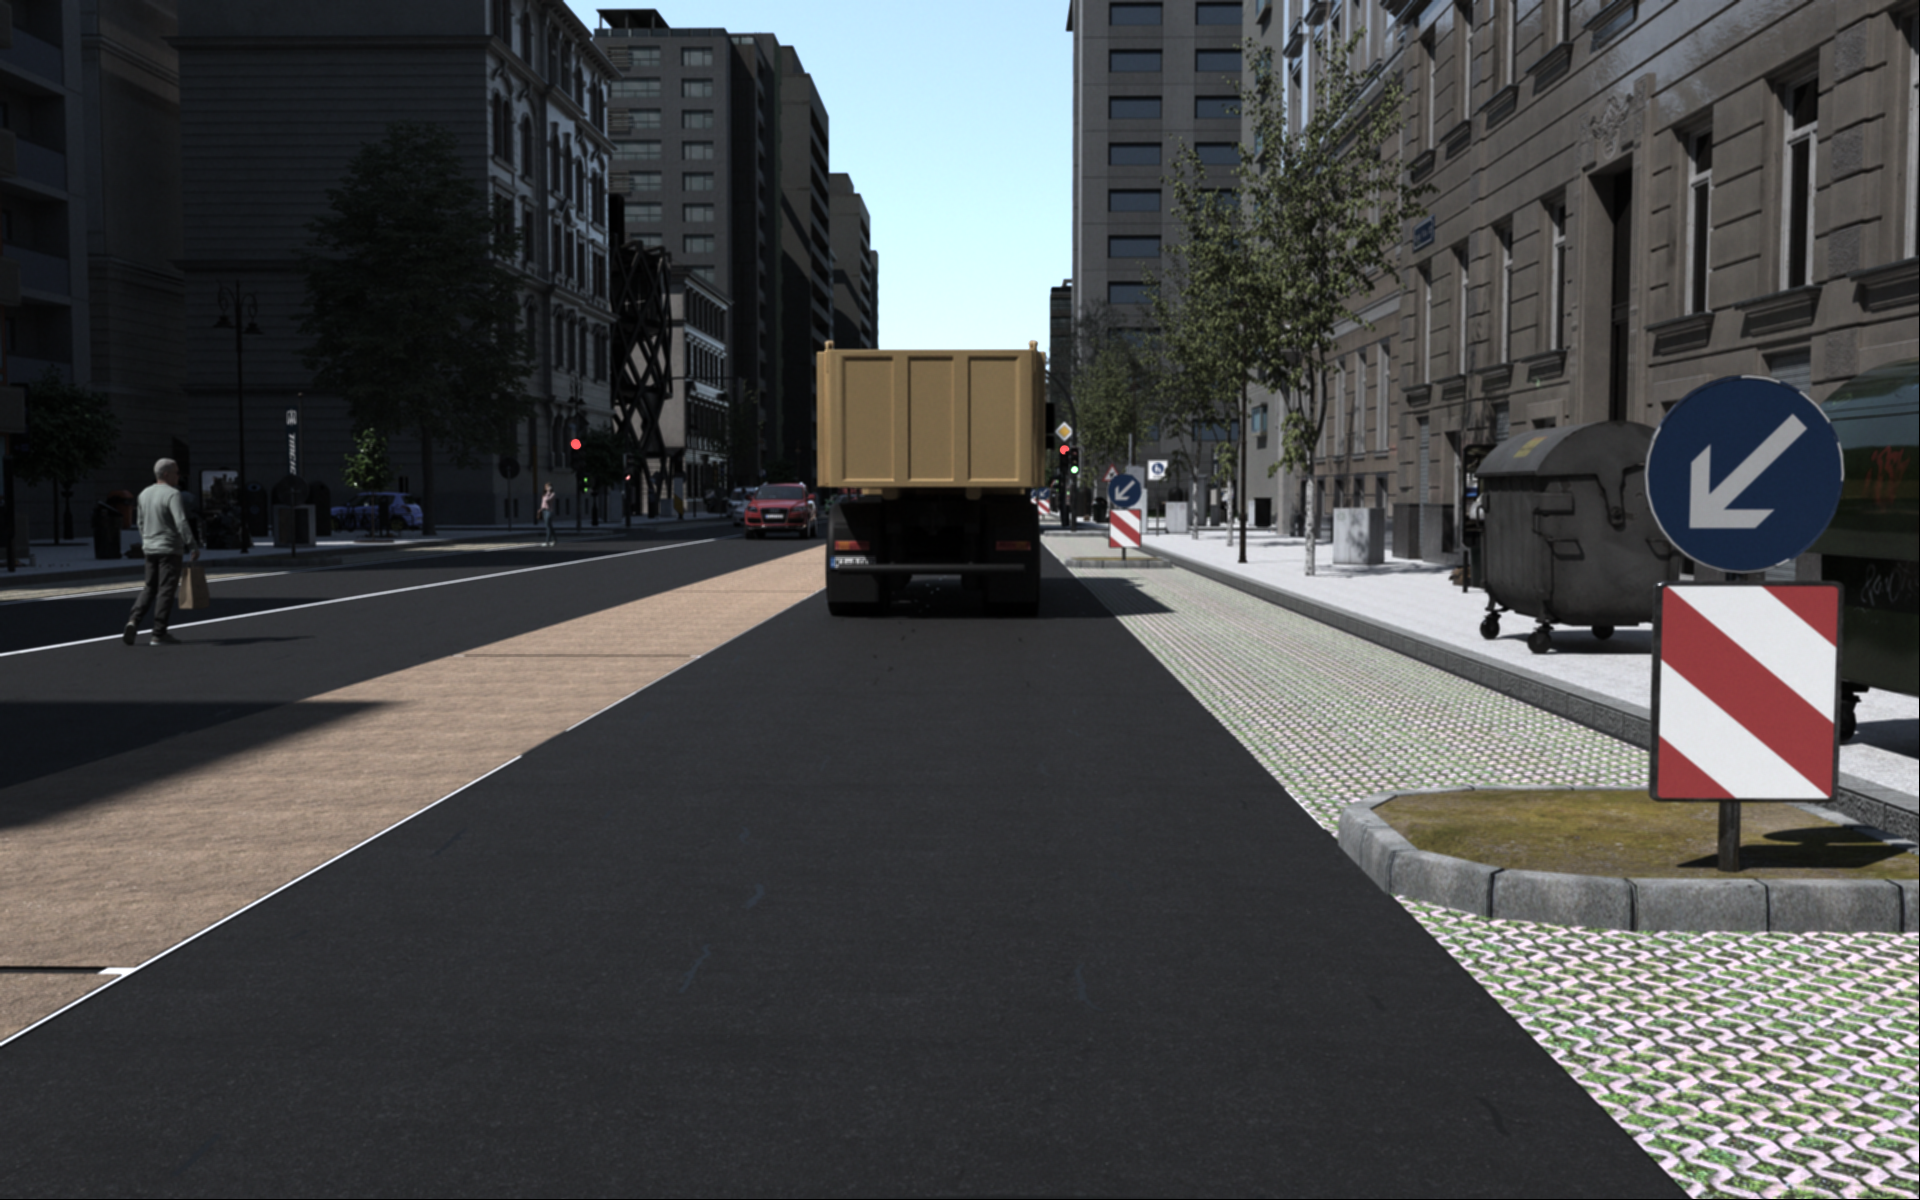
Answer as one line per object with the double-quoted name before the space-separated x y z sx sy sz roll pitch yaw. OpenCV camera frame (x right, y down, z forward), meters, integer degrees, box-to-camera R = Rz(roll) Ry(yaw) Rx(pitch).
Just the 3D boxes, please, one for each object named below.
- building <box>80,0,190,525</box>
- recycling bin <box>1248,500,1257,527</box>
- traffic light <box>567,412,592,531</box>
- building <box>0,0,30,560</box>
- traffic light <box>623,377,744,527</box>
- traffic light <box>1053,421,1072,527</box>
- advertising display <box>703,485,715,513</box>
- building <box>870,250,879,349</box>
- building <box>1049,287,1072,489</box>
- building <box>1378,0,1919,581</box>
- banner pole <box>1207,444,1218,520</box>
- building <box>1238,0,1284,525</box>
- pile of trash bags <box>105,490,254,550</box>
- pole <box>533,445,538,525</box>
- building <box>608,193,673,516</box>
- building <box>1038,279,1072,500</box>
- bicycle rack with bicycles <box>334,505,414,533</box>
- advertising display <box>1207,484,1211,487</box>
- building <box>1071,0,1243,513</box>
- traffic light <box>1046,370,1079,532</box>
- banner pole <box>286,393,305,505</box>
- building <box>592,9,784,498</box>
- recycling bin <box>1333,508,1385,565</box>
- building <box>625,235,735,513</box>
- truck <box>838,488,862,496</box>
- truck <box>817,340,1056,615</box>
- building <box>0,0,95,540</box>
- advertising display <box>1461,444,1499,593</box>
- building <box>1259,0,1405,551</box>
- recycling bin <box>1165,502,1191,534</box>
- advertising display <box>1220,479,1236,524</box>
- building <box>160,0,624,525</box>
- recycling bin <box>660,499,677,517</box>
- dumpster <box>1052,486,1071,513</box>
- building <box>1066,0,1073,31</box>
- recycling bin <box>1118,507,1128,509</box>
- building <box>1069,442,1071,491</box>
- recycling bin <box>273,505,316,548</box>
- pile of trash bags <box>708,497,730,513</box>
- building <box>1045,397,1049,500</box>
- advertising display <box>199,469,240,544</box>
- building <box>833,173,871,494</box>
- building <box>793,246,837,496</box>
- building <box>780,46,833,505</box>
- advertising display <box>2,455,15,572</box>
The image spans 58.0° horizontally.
"building" -44.173 -17.771 76.464 20.117 28.700 13.634 0 4 1
"recycling bin" 11.888 -3.433 68.680 0.722 1.027 0.722 2 4 32
"traffic light" -13.054 -4.306 59.318 0.839 4.253 0.868 0 4 1
"building" -32.694 -10.689 19.798 27.650 21.520 28.899 0 4 1
"traffic light" -10.803 -5.665 67.295 4.771 5.953 1.251 0 4 1
"traffic light" 4.012 -4.775 66.985 0.839 4.253 0.868 0 4 1
"advertising display" -17.462 -7.061 120.659 0.123 1.923 0.974 3 5 40
"building" -20.693 -36.624 282.388 14.154 41.232 14.086 0 4 1
"building" 19.408 -28.703 241.002 14.160 30.474 14.107 0 4 1
"building" 14.210 -13.762 22.275 12.463 27.353 25.104 0 4 1
"banner pole" 12.654 -5.889 86.297 0.401 3.779 0.863 -1 4 -18
"building" 23.775 -27.743 77.305 21.600 48.544 21.300 0 4 1
"pile of trash bags" -18.398 -1.897 40.771 3.447 1.369 1.912 0 4 3
"pole" -17.701 -4.792 72.192 0.158 3.312 0.155 0 3 0
"building" -25.742 -14.353 102.128 16.820 18.784 16.811 0 4 1
"building" 29.081 -36.522 289.007 32.217 40.220 23.993 0 4 1
"bicycle rack with bicycles" -19.963 -2.753 58.389 2.852 0.926 2.925 2 4 24
"advertising display" 15.576 -6.340 108.871 0.123 1.923 0.974 2 4 28
"building" 18.738 -35.768 126.813 21.231 58.520 28.212 0 4 1
"traffic light" 1.761 -5.152 58.902 4.771 5.953 1.251 0 4 1
"banner pole" -16.502 -3.246 43.090 0.863 3.779 0.401 2 4 34
"building" -23.118 -28.482 149.276 14.154 41.232 14.086 0 4 1
"recycling bin" 7.303 -1.172 31.710 0.722 1.027 0.722 3 4 38
"building" -23.038 -15.997 126.172 10.561 19.102 19.286 0 4 1
"truck" -4.978 -6.305 91.993 2.839 4.237 11.283 0 3 0
"truck" -0.257 -1.722 24.078 3.469 3.379 9.791 0 4 1
"building" -39.895 -30.810 45.741 28.212 58.520 21.231 0 4 1
"advertising display" 7.006 -1.054 22.452 0.974 1.923 0.123 0 4 7
"building" 16.134 -15.836 44.821 13.634 28.700 20.117 0 4 1
"recycling bin" 7.042 -2.654 55.947 0.722 1.027 0.722 1 4 15
"advertising display" 11.629 -4.274 75.093 0.123 1.923 0.974 -2 4 -27
"building" -25.047 -17.983 81.413 14.401 28.519 23.554 0 4 1
"recycling bin" -16.162 -5.100 95.939 0.722 1.027 0.722 1 4 14
"dumpster" 7.033 -6.807 117.046 1.264 1.857 1.865 0 4 1
"building" 25.157 -35.450 168.841 28.713 52.752 27.495 0 4 1
"recycling bin" 10.700 -6.076 111.901 0.722 1.027 0.722 -1 4 -21
"building" 24.467 -54.126 197.629 22.319 86.520 31.000 0 4 1
"recycling bin" -15.995 -1.778 41.622 0.722 1.027 0.722 3 4 36
"pile of trash bags" -15.607 -6.526 116.451 1.912 1.369 3.447 1 4 13
"building" 26.968 -25.539 262.594 27.650 21.520 28.899 0 4 1
"advertising display" -19.141 -2.422 44.811 0.974 1.923 0.123 -3 4 -39
"building" -24.998 -39.164 264.026 21.300 48.544 21.600 0 4 1
"building" -30.459 -33.620 241.565 32.217 40.220 23.993 0 4 1
"building" -26.083 -34.765 192.107 21.300 48.544 21.600 0 4 1
"advertising display" -15.788 -1.440 28.765 0.123 1.923 0.974 -2 4 -30
